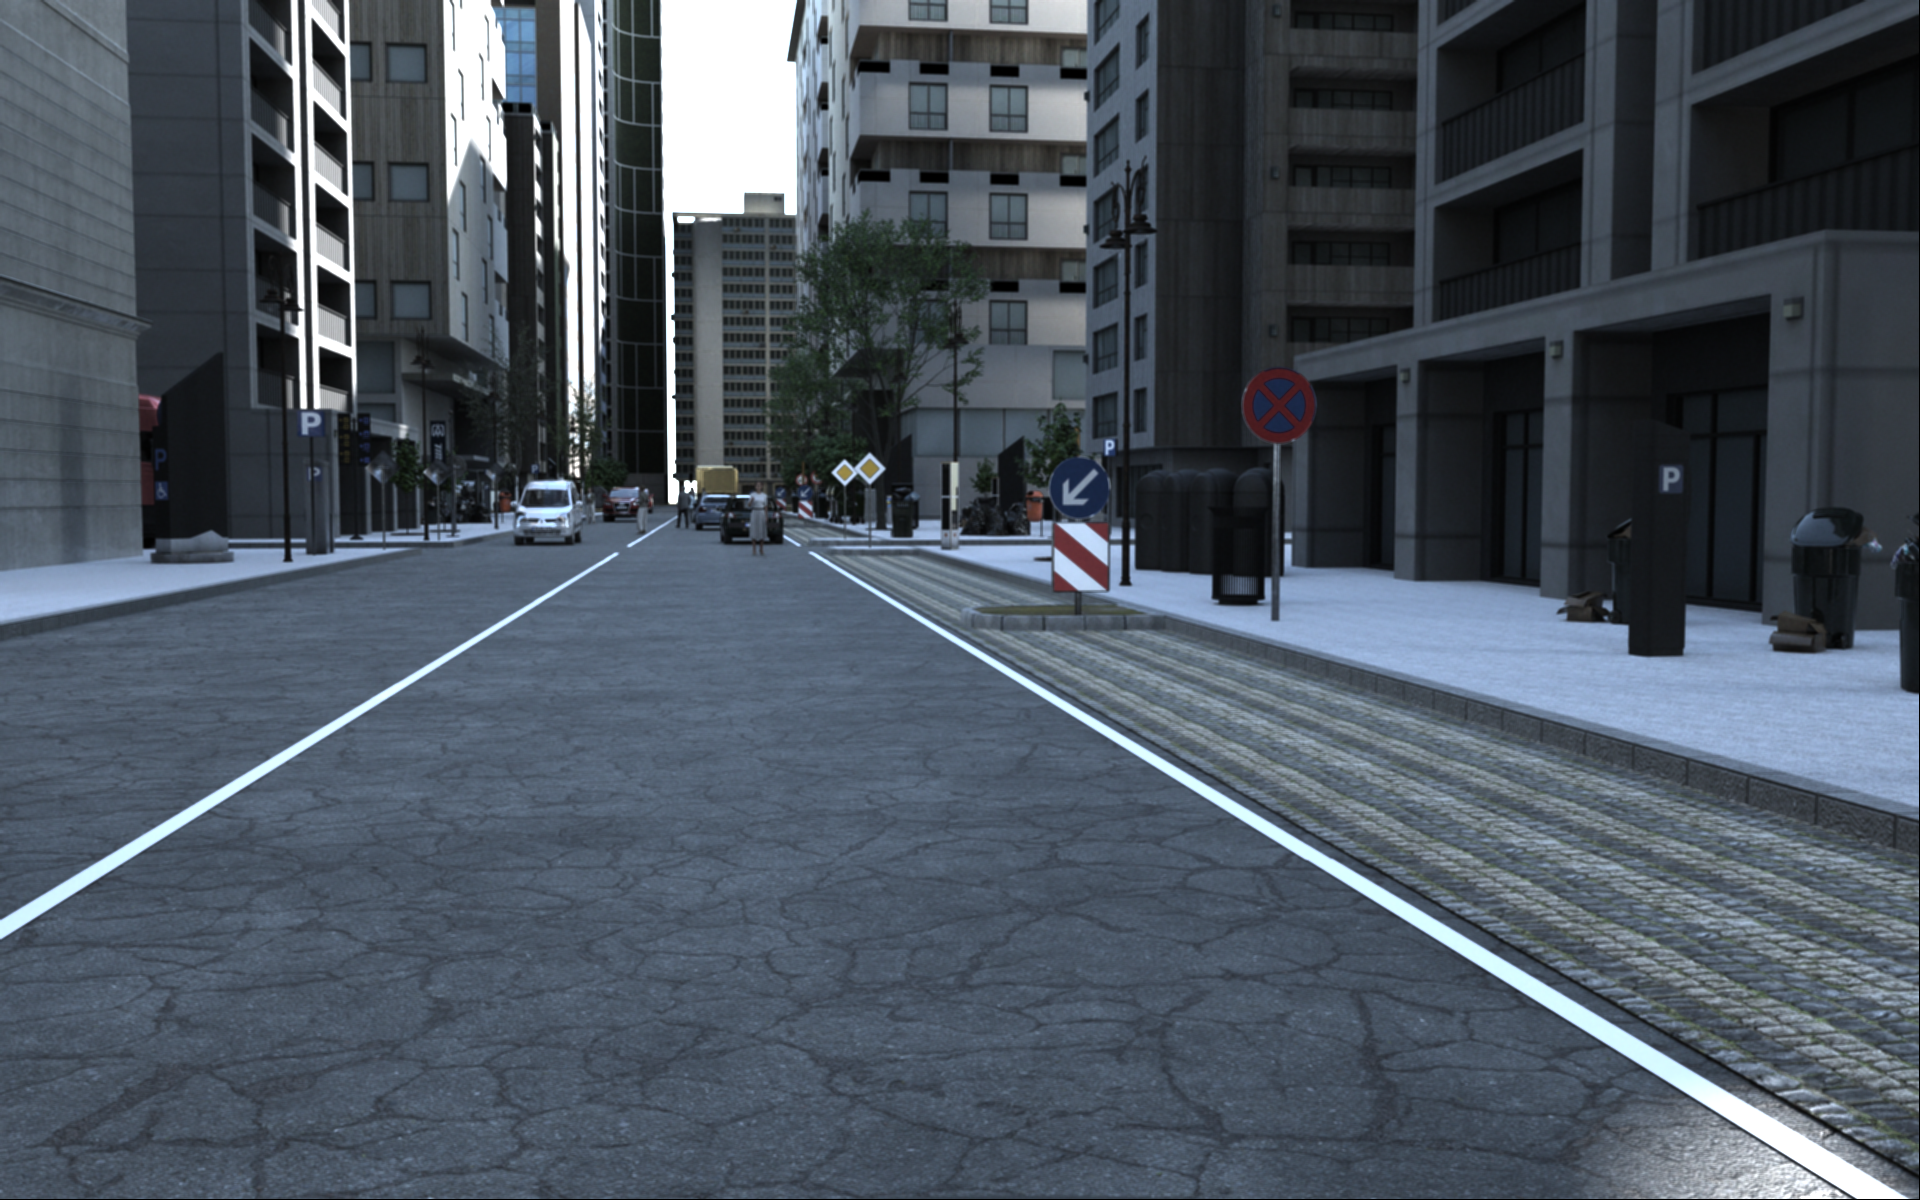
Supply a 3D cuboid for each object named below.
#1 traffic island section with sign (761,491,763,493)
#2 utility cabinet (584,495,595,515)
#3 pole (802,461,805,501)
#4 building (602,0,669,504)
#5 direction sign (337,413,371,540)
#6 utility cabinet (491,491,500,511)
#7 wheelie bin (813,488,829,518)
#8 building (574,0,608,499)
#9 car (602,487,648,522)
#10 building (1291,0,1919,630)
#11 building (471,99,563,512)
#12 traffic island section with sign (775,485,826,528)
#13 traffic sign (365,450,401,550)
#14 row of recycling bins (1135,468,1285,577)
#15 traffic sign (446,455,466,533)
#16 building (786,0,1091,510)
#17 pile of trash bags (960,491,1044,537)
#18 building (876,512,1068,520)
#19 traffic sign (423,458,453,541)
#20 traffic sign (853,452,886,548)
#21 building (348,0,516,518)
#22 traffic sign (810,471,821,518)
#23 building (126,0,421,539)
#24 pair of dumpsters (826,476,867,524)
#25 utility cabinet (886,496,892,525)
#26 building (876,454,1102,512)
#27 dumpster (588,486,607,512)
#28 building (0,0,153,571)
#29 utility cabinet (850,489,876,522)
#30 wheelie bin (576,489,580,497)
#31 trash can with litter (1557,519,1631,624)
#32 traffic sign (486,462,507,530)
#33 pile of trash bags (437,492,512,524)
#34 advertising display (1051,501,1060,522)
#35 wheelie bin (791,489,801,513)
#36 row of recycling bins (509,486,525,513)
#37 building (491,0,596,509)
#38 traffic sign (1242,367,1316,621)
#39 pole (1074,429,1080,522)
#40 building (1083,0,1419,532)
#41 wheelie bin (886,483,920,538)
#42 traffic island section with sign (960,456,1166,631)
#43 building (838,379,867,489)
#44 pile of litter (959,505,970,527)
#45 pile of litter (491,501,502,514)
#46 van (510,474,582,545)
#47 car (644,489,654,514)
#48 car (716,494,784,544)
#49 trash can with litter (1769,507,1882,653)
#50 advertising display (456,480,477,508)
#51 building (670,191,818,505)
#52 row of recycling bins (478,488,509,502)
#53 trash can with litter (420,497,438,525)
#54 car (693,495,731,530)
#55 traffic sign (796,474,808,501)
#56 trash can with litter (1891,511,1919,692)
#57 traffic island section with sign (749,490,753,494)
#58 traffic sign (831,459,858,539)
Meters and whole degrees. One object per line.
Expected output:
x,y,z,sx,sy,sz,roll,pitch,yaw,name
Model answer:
-10.601,-5.655,101.079,1.989,1.847,2.006,0,4,-8,traffic island section with sign
-23.116,-5.926,108.055,0.306,1.237,1.020,1,4,14,utility cabinet
-9.779,-6.992,108.161,0.158,3.312,0.155,0,3,0,pole
-47.317,-47.580,216.188,20.611,71.187,20.563,0,4,-8,building
-16.949,-3.458,48.535,0.876,3.537,0.379,-1,4,-8,direction sign
-31.572,-6.636,117.178,1.173,1.500,0.318,3,4,37,utility cabinet
-7.390,-5.167,92.388,0.693,1.594,0.980,-3,5,-42,wheelie bin
-51.648,-39.078,180.925,28.212,58.520,21.231,0,4,-8,building
-17.518,-5.022,90.782,2.281,1.827,5.304,0,4,-6,car
17.456,-35.578,19.959,20.563,71.187,20.611,0,4,-8,building
-37.153,-21.757,127.430,14.160,30.474,14.107,0,4,-8,building
-6.746,-3.990,73.871,1.989,1.847,2.006,0,4,-8,traffic island section with sign
-13.239,-2.210,39.772,0.795,2.450,0.064,0,4,-8,traffic sign
4.012,-1.293,28.257,1.069,1.692,3.534,-2,4,-28,row of recycling bins
-16.505,-3.453,56.560,0.768,2.556,0.104,0,4,-4,traffic sign
-3.399,-36.396,184.306,28.713,52.752,27.495,0,4,-8,building
1.501,-2.659,53.225,1.912,1.369,3.447,-2,4,-33,pile of trash bags
6.732,-31.171,98.886,28.713,52.752,27.495,0,4,-8,building
-14.360,-2.693,47.678,0.795,2.450,0.064,0,4,-8,traffic sign
-2.152,-2.304,41.318,0.795,2.450,0.064,0,4,-8,traffic sign
-38.784,-30.647,90.318,28.713,52.752,27.495,0,4,-8,building
-7.515,-5.593,91.559,0.768,2.556,0.104,0,4,-3,traffic sign
-29.581,-37.815,56.520,20.563,71.187,20.611,0,4,-8,building
-4.982,-4.515,76.318,1.574,2.255,4.437,-1,4,-8,pair of dumpsters
-2.939,-3.805,73.368,0.306,1.237,1.020,0,4,-5,utility cabinet
0.251,-34.721,156.929,28.713,52.752,27.495,0,4,-8,building
-25.234,-7.006,120.300,1.264,1.857,1.865,0,4,-8,dumpster
-37.086,-15.160,24.284,44.131,29.872,17.030,0,4,-8,building
-4.429,-4.302,79.014,1.173,1.500,0.318,-1,4,-15,utility cabinet
-25.350,-6.454,113.426,0.980,1.594,0.693,0,4,-5,wheelie bin
6.485,-0.357,17.217,1.055,1.170,0.624,3,5,41,trash can with litter
-16.683,-3.742,62.370,0.795,2.450,0.064,0,4,-3,traffic sign
-21.428,-4.097,76.742,3.447,1.369,1.912,-3,5,-44,pile of trash bags
4.455,-4.575,80.019,0.123,1.923,0.974,-1,4,-19,advertising display
-10.920,-6.618,116.108,0.693,1.594,0.980,1,4,17,wheelie bin
-21.770,-5.061,89.860,3.534,1.692,1.069,3,5,40,row of recycling bins
-40.469,-30.916,155.583,14.600,45.320,14.200,0,4,-8,building
3.197,-1.063,17.485,0.768,2.556,0.104,0,4,-7,traffic sign
3.543,-3.588,52.500,0.158,3.312,0.155,0,3,0,pole
12.758,-17.795,62.655,14.107,30.474,14.160,0,4,-8,building
-1.671,-2.636,51.013,0.980,1.594,0.693,0,4,-5,wheelie bin
1.048,-0.633,18.973,1.989,1.847,2.006,0,4,-8,traffic island section with sign
-2.762,-22.282,136.012,14.160,30.474,14.107,0,4,-8,building
0.102,-3.257,67.222,1.176,0.858,1.719,-1,4,-16,pile of litter
-30.939,-6.166,114.775,1.176,0.858,1.719,3,5,43,pile of litter
-11.889,-2.632,50.051,2.013,2.044,4.112,0,4,-8,van
-23.940,-7.361,129.020,2.281,1.827,5.304,-1,4,-9,car
-6.156,-2.520,50.989,2.009,1.686,4.222,-1,4,-10,car
7.116,-0.177,14.282,0.624,1.170,1.055,3,5,43,trash can with litter
-22.825,-4.575,80.009,0.974,1.923,0.123,0,4,4,advertising display
-25.381,-32.628,225.353,23.993,40.220,32.217,0,4,-8,building
-32.958,-6.906,120.022,3.534,1.692,1.069,0,4,-2,row of recycling bins
-22.422,-3.748,72.674,1.055,1.170,0.624,1,4,11,trash can with litter
-9.807,-3.552,70.083,2.014,1.417,4.499,0,4,-8,car
-9.998,-6.686,109.429,0.768,2.556,0.104,0,4,-5,traffic sign
6.586,0.016,11.132,1.055,1.170,0.624,2,4,25,trash can with litter
-21.366,-10.300,177.034,1.989,1.847,2.006,0,4,-8,traffic island section with sign
-3.274,-2.788,49.224,0.795,2.450,0.064,0,4,-8,traffic sign
